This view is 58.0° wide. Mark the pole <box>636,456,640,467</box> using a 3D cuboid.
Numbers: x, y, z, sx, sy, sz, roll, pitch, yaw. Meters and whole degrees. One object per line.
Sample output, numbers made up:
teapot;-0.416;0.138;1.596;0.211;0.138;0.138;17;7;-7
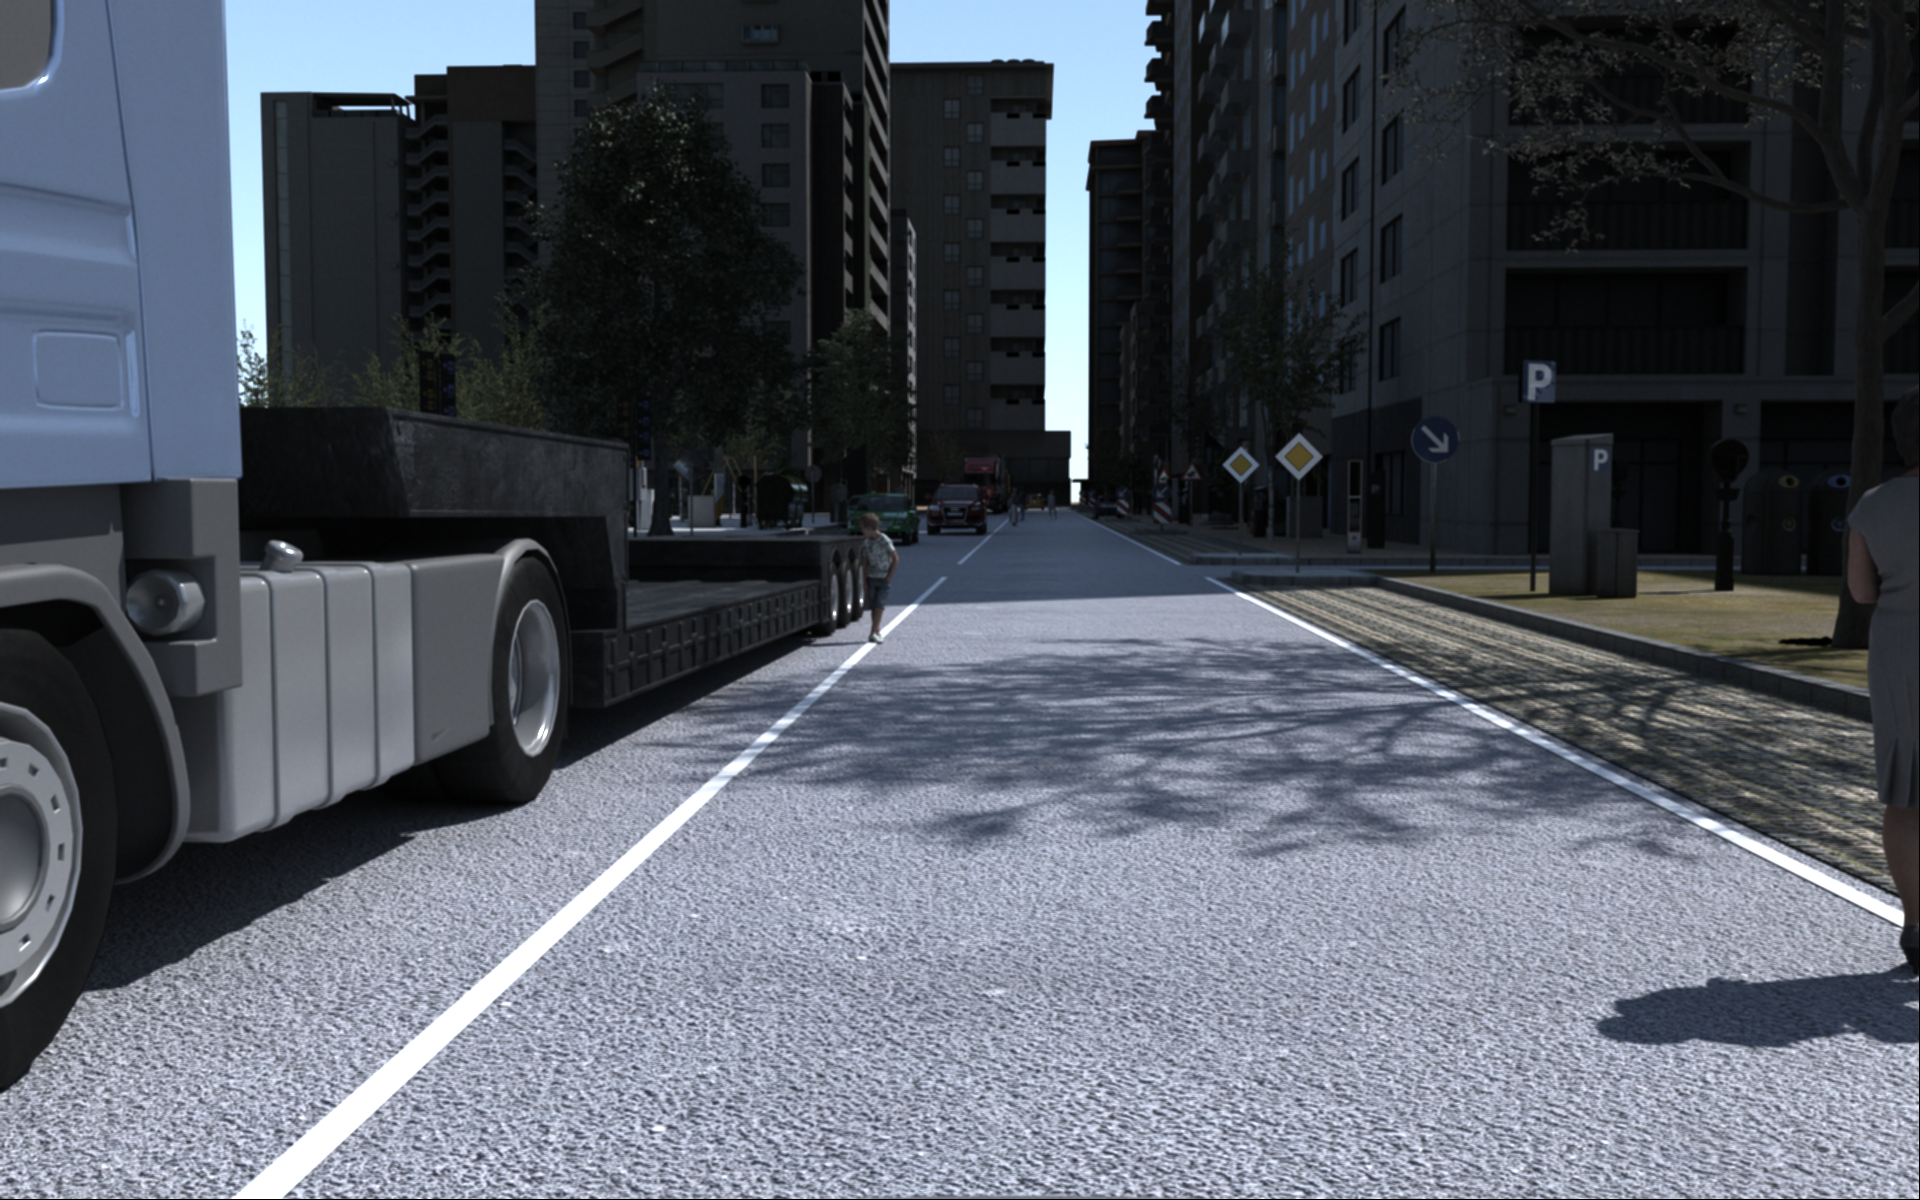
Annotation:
pole;-17.179;-6.025;92.351;0.158;3.312;0.155;0;3;0

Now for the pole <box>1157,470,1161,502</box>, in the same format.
pole;12.030;-6.778;104.668;0.158;3.312;0.155;0;3;0

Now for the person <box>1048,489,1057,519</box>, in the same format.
person;5.228;-5.442;98.486;0.512;1.701;0.522;-2;4;-26

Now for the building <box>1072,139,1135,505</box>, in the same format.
building;28.005;-33.807;207.363;28.867;44.769;22.147;0;4;3

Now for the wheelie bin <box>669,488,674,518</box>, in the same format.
wheelie bin;-15.454;-5.083;91.010;0.980;1.594;0.693;-3;5;-40

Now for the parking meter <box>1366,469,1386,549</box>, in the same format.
parking meter;9.788;-2.144;40.769;0.399;1.863;0.255;2;4;28

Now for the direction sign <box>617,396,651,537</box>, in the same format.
direction sign;-7.553;-2.948;40.196;0.876;3.537;0.379;1;4;22

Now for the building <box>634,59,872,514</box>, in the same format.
building;-13.754;-21.250;119.131;14.160;30.474;14.107;0;4;3

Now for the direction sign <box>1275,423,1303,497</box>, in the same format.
direction sign;10.430;-3.852;54.972;0.876;3.537;0.379;0;4;-7

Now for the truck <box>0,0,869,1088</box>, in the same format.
truck;-2.930;-1.304;11.085;2.967;4.110;18.799;0;4;4

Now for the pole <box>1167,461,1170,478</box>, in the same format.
pole;13.001;-6.994;108.191;0.158;3.312;0.155;0;3;0

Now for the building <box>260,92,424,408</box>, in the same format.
building;-62.224;-30.327;179.438;14.086;41.232;14.154;0;4;3

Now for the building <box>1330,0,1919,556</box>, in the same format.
building;21.803;-37.034;43.758;20.611;71.187;20.563;0;4;3

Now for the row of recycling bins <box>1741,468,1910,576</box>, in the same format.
row of recycling bins;14.207;-1.228;27.186;3.534;1.692;1.069;1;4;18

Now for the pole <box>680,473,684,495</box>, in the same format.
pole;-15.822;-6.406;98.575;0.158;3.312;0.155;0;3;0

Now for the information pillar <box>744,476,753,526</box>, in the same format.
information pillar;-8.555;-3.991;69.743;0.304;2.012;0.304;1;4;22

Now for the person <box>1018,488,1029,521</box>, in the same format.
person;3.305;-5.074;91.804;0.721;1.781;0.623;3;4;36

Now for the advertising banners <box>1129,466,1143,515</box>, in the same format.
advertising banners;10.871;-6.802;107.405;0.090;3.025;2.074;2;4;30

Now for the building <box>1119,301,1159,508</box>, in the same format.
building;30.155;-19.827;169.209;27.650;21.520;28.899;0;4;3

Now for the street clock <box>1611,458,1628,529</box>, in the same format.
street clock;13.381;-1.875;35.234;0.358;2.002;0.471;0;4;0

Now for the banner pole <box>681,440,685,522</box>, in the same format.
banner pole;-12.594;-5.437;78.914;0.401;3.779;0.863;0;4;3

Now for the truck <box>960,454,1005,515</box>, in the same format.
truck;1.746;-8.316;124.879;2.839;4.237;11.283;0;4;4

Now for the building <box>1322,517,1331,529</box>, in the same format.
building;20.202;-25.352;64.622;14.600;45.320;14.200;0;4;3

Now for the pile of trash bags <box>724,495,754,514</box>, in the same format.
pile of trash bags;-14.720;-6.178;110.769;3.447;1.369;1.912;2;4;25

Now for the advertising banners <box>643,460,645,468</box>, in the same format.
advertising banners;-14.334;-5.142;80.262;0.090;3.025;2.074;1;4;19

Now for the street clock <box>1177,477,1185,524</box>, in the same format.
street clock;9.549;-4.298;74.834;0.358;2.002;0.471;0;4;3

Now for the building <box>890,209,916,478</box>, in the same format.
building;-11.682;-24.835;177.748;14.107;30.474;14.160;0;4;3

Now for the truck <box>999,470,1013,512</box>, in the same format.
truck;2.676;-8.884;141.169;3.469;3.379;9.791;0;4;3

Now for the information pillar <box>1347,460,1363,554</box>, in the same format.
information pillar;8.530;-2.015;37.436;0.304;2.012;0.304;1;4;11

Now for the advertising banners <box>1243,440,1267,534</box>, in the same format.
advertising banners;9.485;-3.650;55.870;0.090;3.025;2.074;-1;4;-11

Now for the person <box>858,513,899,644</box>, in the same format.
person;-0.791;-0.214;16.688;0.352;1.250;0.332;-2;4;-29

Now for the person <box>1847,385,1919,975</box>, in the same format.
person;3.060;0.225;5.175;0.532;1.782;0.716;-3;5;-45

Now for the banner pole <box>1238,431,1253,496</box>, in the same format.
banner pole;11.380;-4.823;68.876;0.863;3.779;0.401;-1;4;-22

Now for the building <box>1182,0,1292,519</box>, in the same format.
building;24.923;-29.052;94.601;23.786;49.044;30.456;0;4;3

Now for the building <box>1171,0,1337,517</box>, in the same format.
building;22.062;-28.641;118.390;14.600;45.320;14.200;0;4;3

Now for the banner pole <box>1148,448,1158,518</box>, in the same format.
banner pole;10.518;-6.344;93.738;0.401;3.779;0.863;-2;4;-24

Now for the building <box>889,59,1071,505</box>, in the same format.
building;-0.330;-38.081;211.866;27.495;52.752;28.713;0;4;3

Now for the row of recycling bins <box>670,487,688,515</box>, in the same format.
row of recycling bins;-17.229;-6.065;106.280;1.069;1.692;3.534;0;4;-3

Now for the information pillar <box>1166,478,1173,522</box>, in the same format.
information pillar;9.747;-4.659;80.672;0.304;2.012;0.304;0;4;0

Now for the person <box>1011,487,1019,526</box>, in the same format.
person;2.476;-4.188;77.522;0.362;1.759;0.519;1;4;12

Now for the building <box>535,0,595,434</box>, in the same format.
building;-29.418;-44.979;173.652;20.611;71.187;20.563;0;4;3

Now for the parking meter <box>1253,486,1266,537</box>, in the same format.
parking meter;8.909;-2.635;51.497;0.372;1.533;0.369;0;3;0

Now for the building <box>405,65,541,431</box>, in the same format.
building;-47.492;-32.337;178.823;14.200;45.320;14.600;0;4;3

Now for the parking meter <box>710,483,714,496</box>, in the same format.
parking meter;-12.646;-5.083;88.811;0.255;1.863;0.399;1;4;18

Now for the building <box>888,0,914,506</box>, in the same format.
building;-14.754;-43.981;157.348;20.563;71.187;20.611;0;4;3

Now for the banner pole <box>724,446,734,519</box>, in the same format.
banner pole;-12.144;-6.112;89.944;0.863;3.779;0.401;-3;4;-38

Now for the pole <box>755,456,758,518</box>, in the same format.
pole;-10.767;-5.983;91.671;0.158;3.312;0.155;0;3;0

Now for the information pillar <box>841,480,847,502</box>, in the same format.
information pillar;-5.945;-5.150;88.702;0.304;2.012;0.304;0;4;-4

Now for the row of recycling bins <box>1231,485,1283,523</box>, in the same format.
row of recycling bins;12.547;-4.259;76.755;3.534;1.692;1.069;0;4;-2

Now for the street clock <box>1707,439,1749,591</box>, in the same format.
street clock;10.165;-1.126;22.979;0.471;2.002;0.358;0;4;8

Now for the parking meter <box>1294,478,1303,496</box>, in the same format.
parking meter;12.049;-3.424;61.687;0.255;1.863;0.399;2;4;29

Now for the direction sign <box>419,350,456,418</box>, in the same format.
direction sign;-8.358;-2.189;27.791;0.379;3.537;0.876;1;4;20

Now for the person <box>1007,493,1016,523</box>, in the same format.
person;2.593;-4.586;86.073;0.503;1.515;0.523;0;4;-7

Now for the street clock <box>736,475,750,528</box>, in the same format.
street clock;-8.267;-3.764;66.112;0.471;2.002;0.358;-2;4;-33

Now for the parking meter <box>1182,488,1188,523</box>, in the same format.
parking meter;9.823;-4.113;75.658;0.372;1.533;0.369;0;3;0

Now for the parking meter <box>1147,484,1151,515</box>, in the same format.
parking meter;11.506;-6.093;105.339;0.255;1.863;0.399;0;4;6

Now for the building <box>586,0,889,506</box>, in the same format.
building;-17.158;-31.368;136.567;21.300;48.544;21.600;0;4;3

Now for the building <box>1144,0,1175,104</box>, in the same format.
building;26.257;-29.675;139.813;22.147;44.769;28.867;0;4;3

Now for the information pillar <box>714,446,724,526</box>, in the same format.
information pillar;-9.664;-4.773;69.386;0.183;3.616;0.504;2;4;35
